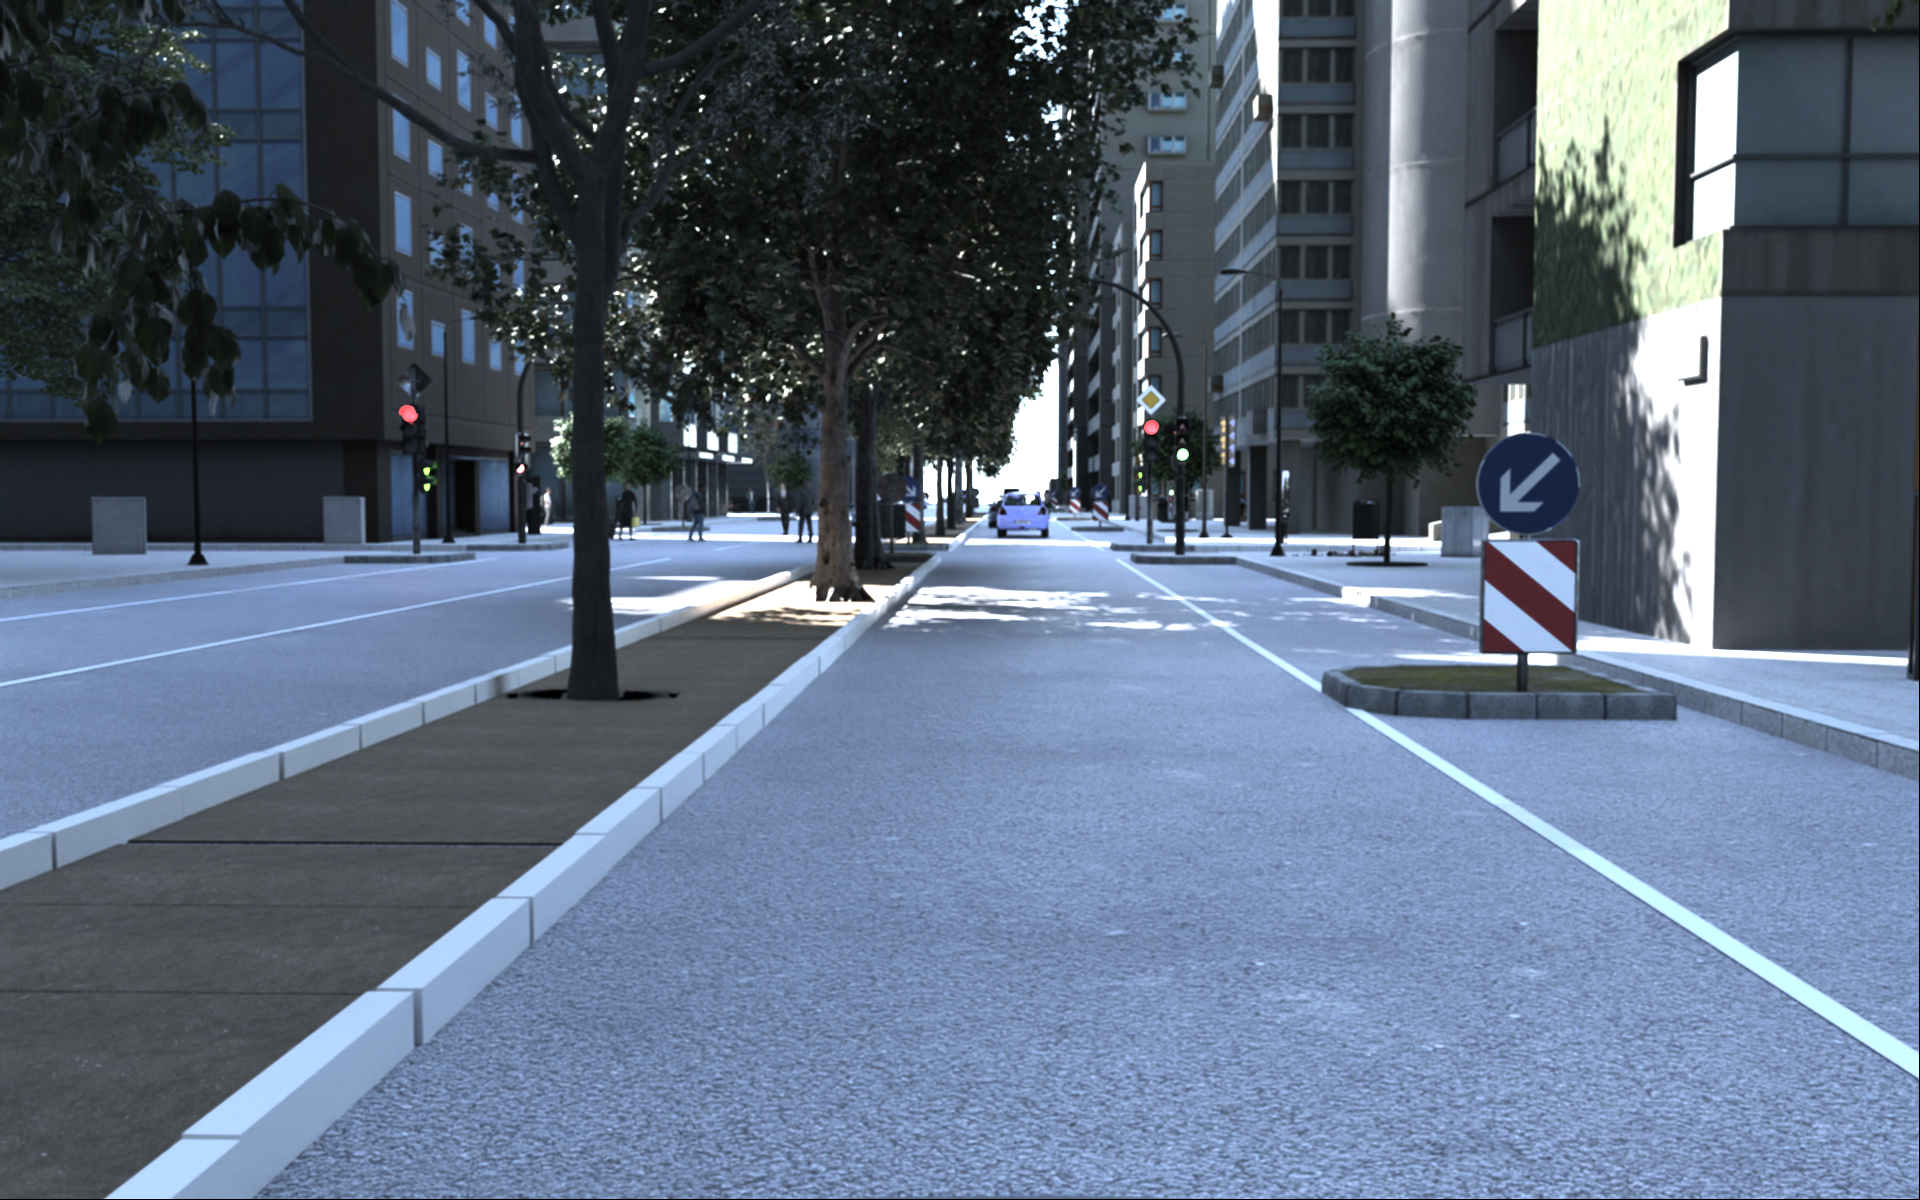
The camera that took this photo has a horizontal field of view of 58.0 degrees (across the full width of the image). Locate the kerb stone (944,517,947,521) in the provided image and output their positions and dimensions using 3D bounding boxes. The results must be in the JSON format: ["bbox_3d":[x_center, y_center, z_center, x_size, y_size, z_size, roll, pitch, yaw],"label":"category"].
[{"bbox_3d":[-0.660,-4.626,97.828,0.120,0.150,1.000,0,4,2],"label":"kerb stone"}]

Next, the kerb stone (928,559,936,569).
[{"bbox_3d":[-0.587,-0.638,32.671,0.120,0.150,1.000,0,4,2],"label":"kerb stone"}]

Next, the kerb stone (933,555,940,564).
[{"bbox_3d":[-0.524,-0.766,34.714,0.120,0.150,1.000,0,4,2],"label":"kerb stone"}]

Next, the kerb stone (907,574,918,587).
[{"bbox_3d":[-0.775,-0.265,26.527,0.120,0.150,1.000,0,4,2],"label":"kerb stone"}]

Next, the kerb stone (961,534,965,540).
[{"bbox_3d":[0.002,-1.803,51.670,0.120,0.150,1.000,0,4,2],"label":"kerb stone"}]

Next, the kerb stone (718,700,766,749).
[{"bbox_3d":[-1.285,0.738,10.137,0.120,0.150,1.000,0,4,2],"label":"kerb stone"}]

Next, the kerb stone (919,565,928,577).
[{"bbox_3d":[-0.677,-0.453,29.604,0.120,0.150,1.000,0,4,2],"label":"kerb stone"}]

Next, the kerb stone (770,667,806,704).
[{"bbox_3d":[-1.219,0.613,12.181,0.120,0.150,1.000,0,4,2],"label":"kerb stone"}]

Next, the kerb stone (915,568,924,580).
[{"bbox_3d":[-0.714,-0.388,28.583,0.120,0.150,1.000,0,4,2],"label":"kerb stone"}]

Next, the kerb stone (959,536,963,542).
[{"bbox_3d":[-0.067,-1.678,49.623,0.120,0.150,1.000,0,4,2],"label":"kerb stone"}]

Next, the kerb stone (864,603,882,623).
[{"bbox_3d":[-1.002,0.174,19.352,0.120,0.150,1.000,0,4,2],"label":"kerb stone"}]

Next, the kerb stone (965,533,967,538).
[{"bbox_3d":[0.069,-1.928,53.725,0.120,0.150,1.000,0,4,2],"label":"kerb stone"}]

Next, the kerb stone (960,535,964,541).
[{"bbox_3d":[-0.032,-1.740,50.645,0.120,0.150,1.000,0,4,2],"label":"kerb stone"}]

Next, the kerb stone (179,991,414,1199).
[{"bbox_3d":[-1.485,1.115,3.973,0.120,0.150,1.000,0,4,2],"label":"kerb stone"}]

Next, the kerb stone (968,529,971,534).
[{"bbox_3d":[0.225,-2.237,58.838,0.120,0.150,1.000,0,4,2],"label":"kerb stone"}]

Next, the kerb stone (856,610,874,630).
[{"bbox_3d":[-1.039,0.237,18.331,0.120,0.150,1.000,0,4,2],"label":"kerb stone"}]

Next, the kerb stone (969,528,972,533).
[{"bbox_3d":[0.261,-2.304,59.867,0.120,0.150,1.000,0,4,2],"label":"kerb stone"}]

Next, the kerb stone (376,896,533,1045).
[{"bbox_3d":[-1.440,1.052,4.998,0.120,0.150,1.000,0,4,2],"label":"kerb stone"}]

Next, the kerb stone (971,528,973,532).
[{"bbox_3d":[0.284,-2.367,60.895,0.120,0.150,1.000,0,4,2],"label":"kerb stone"}]

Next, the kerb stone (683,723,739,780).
[{"bbox_3d":[-1.315,0.803,9.108,0.120,0.150,1.000,0,4,2],"label":"kerb stone"}]

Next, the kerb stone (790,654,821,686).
[{"bbox_3d":[-1.193,0.550,13.203,0.120,0.150,1.000,0,4,2],"label":"kerb stone"}]

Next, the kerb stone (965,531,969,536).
[{"bbox_3d":[0.126,-2.053,55.768,0.120,0.150,1.000,0,4,2],"label":"kerb stone"}]

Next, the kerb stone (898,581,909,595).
[{"bbox_3d":[-0.844,-0.136,24.483,0.120,0.150,1.000,0,4,2],"label":"kerb stone"}]

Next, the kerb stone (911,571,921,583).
[{"bbox_3d":[-0.741,-0.319,27.557,0.120,0.150,1.000,0,4,2],"label":"kerb stone"}]

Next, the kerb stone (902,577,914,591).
[{"bbox_3d":[-0.806,-0.199,25.506,0.120,0.150,1.000,0,4,2],"label":"kerb stone"}]

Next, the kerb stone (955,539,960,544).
[{"bbox_3d":[-0.153,-1.490,46.549,0.120,0.150,1.000,0,4,2],"label":"kerb stone"}]

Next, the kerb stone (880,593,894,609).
[{"bbox_3d":[-0.941,0.050,21.412,0.120,0.150,1.000,0,4,2],"label":"kerb stone"}]

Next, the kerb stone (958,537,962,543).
[{"bbox_3d":[-0.092,-1.615,48.602,0.120,0.150,1.000,0,4,2],"label":"kerb stone"}]

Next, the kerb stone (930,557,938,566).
[{"bbox_3d":[-0.555,-0.703,33.692,0.120,0.150,1.000,0,4,2],"label":"kerb stone"}]

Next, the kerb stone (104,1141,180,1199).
[{"bbox_3d":[-1.506,1.179,2.951,0.120,0.150,1.000,0,4,2],"label":"kerb stone"}]

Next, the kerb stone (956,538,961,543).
[{"bbox_3d":[-0.127,-1.552,47.571,0.120,0.150,1.000,0,4,2],"label":"kerb stone"}]

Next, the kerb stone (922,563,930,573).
[{"bbox_3d":[-0.652,-0.516,30.626,0.120,0.150,1.000,0,4,2],"label":"kerb stone"}]

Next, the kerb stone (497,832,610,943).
[{"bbox_3d":[-1.405,0.990,6.025,0.120,0.150,1.000,0,4,2],"label":"kerb stone"}]

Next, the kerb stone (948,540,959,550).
[{"bbox_3d":[-0.181,-1.425,45.523,0.120,0.150,1.000,0,4,2],"label":"kerb stone"}]

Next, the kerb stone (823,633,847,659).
[{"bbox_3d":[-1.126,0.425,15.250,0.120,0.150,1.000,0,4,2],"label":"kerb stone"}]

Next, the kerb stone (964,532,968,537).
[{"bbox_3d":[0.095,-1.991,54.747,0.120,0.150,1.000,0,4,2],"label":"kerb stone"}]

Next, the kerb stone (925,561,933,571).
[{"bbox_3d":[-0.621,-0.578,31.649,0.120,0.150,1.000,0,4,2],"label":"kerb stone"}]

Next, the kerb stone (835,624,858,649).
[{"bbox_3d":[-1.091,0.361,16.287,0.120,0.150,1.000,0,4,2],"label":"kerb stone"}]

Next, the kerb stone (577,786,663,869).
[{"bbox_3d":[-1.383,0.926,7.055,0.120,0.150,1.000,0,4,2],"label":"kerb stone"}]

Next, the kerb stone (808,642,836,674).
[{"bbox_3d":[-1.152,0.488,14.224,0.120,0.150,1.000,0,4,2],"label":"kerb stone"}]

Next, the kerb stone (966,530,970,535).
[{"bbox_3d":[0.166,-2.113,56.790,0.120,0.150,1.000,0,4,2],"label":"kerb stone"}]

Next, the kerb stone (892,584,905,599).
[{"bbox_3d":[-0.877,-0.077,23.461,0.120,0.150,1.000,0,4,2],"label":"kerb stone"}]

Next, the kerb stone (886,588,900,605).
[{"bbox_3d":[-0.904,-0.015,22.436,0.120,0.150,1.000,0,4,2],"label":"kerb stone"}]

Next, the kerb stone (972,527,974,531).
[{"bbox_3d":[0.344,-2.490,62.938,0.120,0.150,1.000,0,4,2],"label":"kerb stone"}]

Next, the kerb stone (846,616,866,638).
[{"bbox_3d":[-1.068,0.300,17.309,0.120,0.150,1.000,0,4,2],"label":"kerb stone"}]

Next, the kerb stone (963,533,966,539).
[{"bbox_3d":[0.035,-1.865,52.704,0.120,0.150,1.000,0,4,2],"label":"kerb stone"}]

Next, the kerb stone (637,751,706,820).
[{"bbox_3d":[-1.348,0.863,8.081,0.120,0.150,1.000,0,4,2],"label":"kerb stone"}]

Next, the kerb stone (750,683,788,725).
[{"bbox_3d":[-1.249,0.679,11.159,0.120,0.150,1.000,0,4,2],"label":"kerb stone"}]

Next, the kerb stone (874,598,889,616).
[{"bbox_3d":[-0.964,0.114,20.375,0.120,0.150,1.000,0,4,2],"label":"kerb stone"}]
